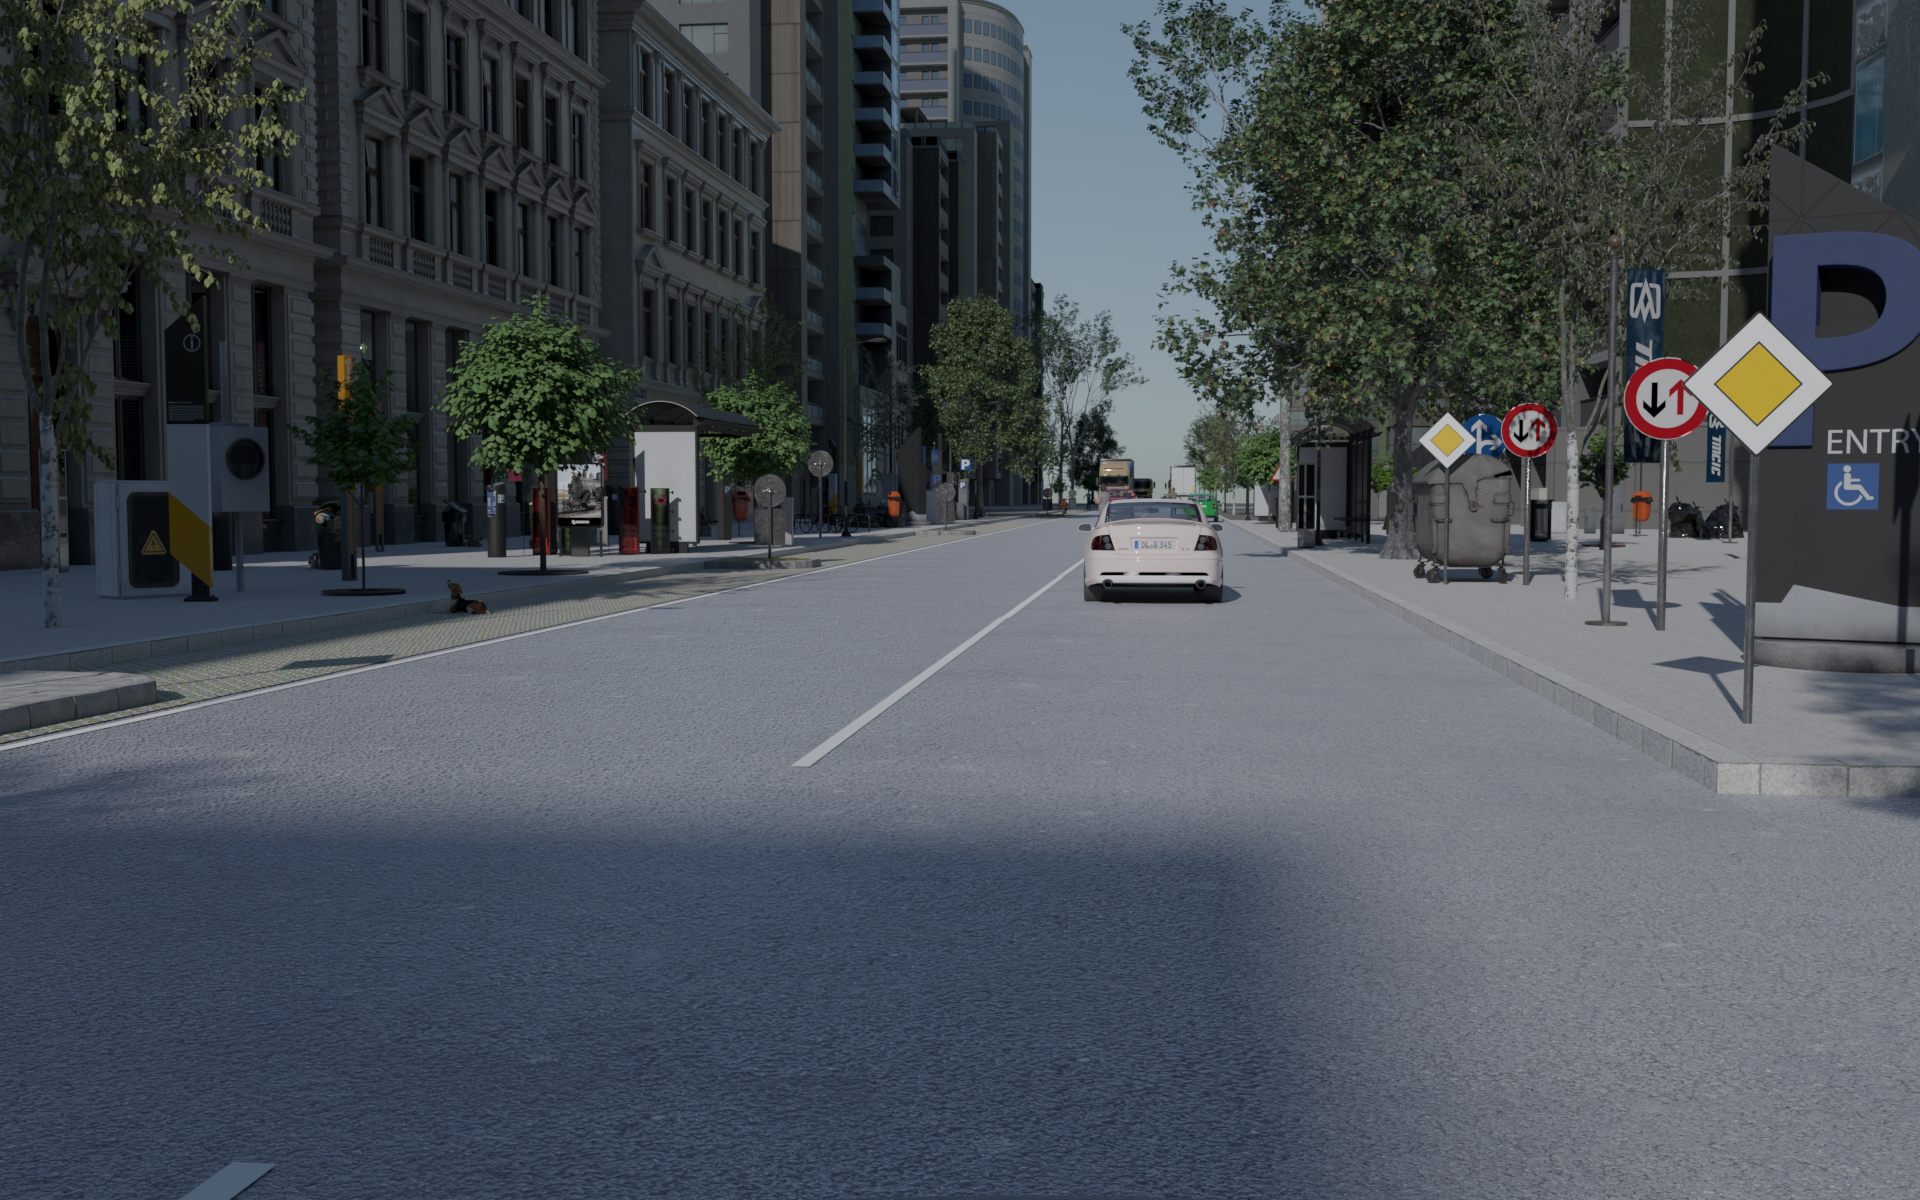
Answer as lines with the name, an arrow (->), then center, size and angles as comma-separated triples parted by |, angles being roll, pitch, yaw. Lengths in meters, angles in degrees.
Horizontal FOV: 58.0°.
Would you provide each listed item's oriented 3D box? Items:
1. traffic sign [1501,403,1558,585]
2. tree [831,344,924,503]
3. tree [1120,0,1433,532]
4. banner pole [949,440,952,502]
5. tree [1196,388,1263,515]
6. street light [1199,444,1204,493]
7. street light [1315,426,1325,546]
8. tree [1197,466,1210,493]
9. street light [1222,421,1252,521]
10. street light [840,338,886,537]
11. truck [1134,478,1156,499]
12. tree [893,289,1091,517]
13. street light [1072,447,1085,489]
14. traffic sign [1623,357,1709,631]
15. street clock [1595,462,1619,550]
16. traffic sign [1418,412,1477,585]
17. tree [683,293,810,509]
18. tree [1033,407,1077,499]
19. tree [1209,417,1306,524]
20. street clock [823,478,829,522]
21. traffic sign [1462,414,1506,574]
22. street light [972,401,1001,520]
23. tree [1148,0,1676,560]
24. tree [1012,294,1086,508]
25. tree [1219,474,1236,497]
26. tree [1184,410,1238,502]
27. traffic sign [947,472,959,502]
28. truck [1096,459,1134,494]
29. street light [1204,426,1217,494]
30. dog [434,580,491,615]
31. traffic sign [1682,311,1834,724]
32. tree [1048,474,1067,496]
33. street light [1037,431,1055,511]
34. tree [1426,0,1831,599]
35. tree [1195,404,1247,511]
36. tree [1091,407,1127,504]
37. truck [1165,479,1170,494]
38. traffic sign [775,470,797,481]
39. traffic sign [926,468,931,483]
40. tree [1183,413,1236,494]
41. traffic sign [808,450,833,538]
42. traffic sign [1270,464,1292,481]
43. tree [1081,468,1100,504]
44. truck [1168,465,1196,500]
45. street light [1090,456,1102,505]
traffic sign -> 7.952, -1.477, 24.261 | 0.768, 2.556, 0.104 | 1, 4, 9
tree -> -3.986, -8.211, 84.606 | 4.360, 8.622, 3.978 | 0, 3, 0
tree -> 11.919, -12.275, 56.579 | 12.611, 20.169, 13.585 | 0, 3, 0
banner pole -> -0.452, -5.488, 79.738 | 0.401, 3.779, 0.863 | 0, 4, 3
tree -> 16.609, -9.538, 106.308 | 4.360, 8.622, 3.978 | 0, 3, 0
street light -> 22.864, -11.468, 160.043 | 1.470, 5.913, 1.316 | 0, 4, 7
street light -> 8.342, -4.300, 42.849 | 1.470, 5.913, 1.316 | 0, 4, 7
tree -> 18.415, -7.768, 110.722 | 4.285, 4.588, 4.351 | 0, 3, 0
street light -> 13.389, -6.795, 83.646 | 1.470, 5.913, 1.316 | 0, 4, 7
street light -> -2.884, -4.849, 51.827 | 1.470, 5.913, 1.316 | 0, 4, 7
truck -> 22.422, -13.308, 213.501 | 3.469, 3.379, 9.791 | 0, 4, 7
tree -> 0.983, -11.009, 97.007 | 9.611, 12.733, 9.660 | 0, 3, 0
street light -> 11.581, -12.068, 169.849 | 1.470, 5.913, 1.316 | 0, 4, 7
traffic sign -> 6.593, -0.985, 16.217 | 0.768, 2.556, 0.104 | 1, 4, 13
street clock -> 14.775, -2.144, 39.625 | 0.471, 2.002, 0.358 | 0, 4, -6
traffic sign -> 6.871, -1.424, 24.466 | 0.795, 2.450, 0.064 | 1, 4, 14
tree -> -7.572, -6.877, 62.796 | 4.737, 8.622, 4.395 | 0, 3, 0
tree -> 7.573, -11.767, 142.760 | 4.737, 8.622, 4.395 | 0, 3, 0
tree -> 13.355, -5.530, 74.128 | 4.285, 4.588, 4.351 | 0, 3, 0
street clock -> -5.988, -4.472, 77.689 | 0.358, 2.002, 0.471 | -1, 4, -19
traffic sign -> 8.355, -1.688, 27.709 | 0.768, 2.556, 0.104 | 1, 4, 17
street light -> 1.335, -6.999, 86.972 | 1.470, 5.913, 1.316 | 0, 4, 7
tree -> 8.726, -7.145, 33.830 | 9.611, 12.733, 9.660 | 0, 3, 0
tree -> 10.327, -18.697, 161.590 | 12.611, 20.169, 13.585 | 0, 3, 0
tree -> 22.365, -9.295, 146.575 | 1.663, 3.219, 1.824 | 0, 3, 0
tree -> 28.191, -15.770, 192.251 | 7.601, 10.594, 8.767 | -1, 4, -20
traffic sign -> -0.325, -4.795, 80.532 | 0.606, 2.300, 0.079 | 1, 4, 12
truck -> 12.611, -9.205, 139.407 | 2.839, 4.237, 11.283 | 0, 4, 8
street light -> 17.689, -8.955, 118.953 | 1.470, 5.913, 1.316 | 0, 4, 7
dog -> -5.899, -0.022, 20.561 | 0.550, 0.427, 0.748 | -2, 4, -33
traffic sign -> 4.400, -0.366, 9.623 | 0.795, 2.450, 0.064 | 0, 4, 7
tree -> 8.763, -9.766, 154.281 | 1.663, 3.219, 1.824 | 0, 3, 0
street light -> 6.348, -9.515, 128.112 | 1.470, 5.913, 1.316 | 0, 4, 7
tree -> 7.644, -4.308, 20.794 | 4.360, 8.622, 3.978 | 0, 3, 0
tree -> 20.396, -11.168, 132.964 | 4.737, 8.622, 4.395 | 0, 3, 0
tree -> 17.473, -19.031, 228.160 | 9.611, 12.733, 9.660 | 0, 3, 0
truck -> 28.698, -14.165, 227.521 | 3.469, 3.379, 9.791 | 0, 4, 6
traffic sign -> -5.005, -2.980, 48.732 | 0.884, 2.594, 0.081 | 1, 4, 15
traffic sign -> -1.747, -5.018, 82.150 | 0.768, 2.556, 0.104 | 1, 4, 9
tree -> 31.378, -17.750, 215.974 | 9.928, 11.665, 9.643 | 0, 3, 0
traffic sign -> -4.070, -3.075, 50.390 | 0.768, 2.556, 0.104 | 1, 4, 10
traffic sign -> 12.840, -4.236, 69.264 | 0.884, 2.594, 0.081 | 1, 4, 12
tree -> 18.932, -15.449, 236.307 | 4.285, 4.588, 4.351 | 0, 3, 0
truck -> 22.348, -11.326, 174.097 | 2.839, 4.237, 11.283 | 0, 4, 7
street light -> 16.560, -14.564, 210.656 | 1.470, 5.913, 1.316 | 0, 4, 7
